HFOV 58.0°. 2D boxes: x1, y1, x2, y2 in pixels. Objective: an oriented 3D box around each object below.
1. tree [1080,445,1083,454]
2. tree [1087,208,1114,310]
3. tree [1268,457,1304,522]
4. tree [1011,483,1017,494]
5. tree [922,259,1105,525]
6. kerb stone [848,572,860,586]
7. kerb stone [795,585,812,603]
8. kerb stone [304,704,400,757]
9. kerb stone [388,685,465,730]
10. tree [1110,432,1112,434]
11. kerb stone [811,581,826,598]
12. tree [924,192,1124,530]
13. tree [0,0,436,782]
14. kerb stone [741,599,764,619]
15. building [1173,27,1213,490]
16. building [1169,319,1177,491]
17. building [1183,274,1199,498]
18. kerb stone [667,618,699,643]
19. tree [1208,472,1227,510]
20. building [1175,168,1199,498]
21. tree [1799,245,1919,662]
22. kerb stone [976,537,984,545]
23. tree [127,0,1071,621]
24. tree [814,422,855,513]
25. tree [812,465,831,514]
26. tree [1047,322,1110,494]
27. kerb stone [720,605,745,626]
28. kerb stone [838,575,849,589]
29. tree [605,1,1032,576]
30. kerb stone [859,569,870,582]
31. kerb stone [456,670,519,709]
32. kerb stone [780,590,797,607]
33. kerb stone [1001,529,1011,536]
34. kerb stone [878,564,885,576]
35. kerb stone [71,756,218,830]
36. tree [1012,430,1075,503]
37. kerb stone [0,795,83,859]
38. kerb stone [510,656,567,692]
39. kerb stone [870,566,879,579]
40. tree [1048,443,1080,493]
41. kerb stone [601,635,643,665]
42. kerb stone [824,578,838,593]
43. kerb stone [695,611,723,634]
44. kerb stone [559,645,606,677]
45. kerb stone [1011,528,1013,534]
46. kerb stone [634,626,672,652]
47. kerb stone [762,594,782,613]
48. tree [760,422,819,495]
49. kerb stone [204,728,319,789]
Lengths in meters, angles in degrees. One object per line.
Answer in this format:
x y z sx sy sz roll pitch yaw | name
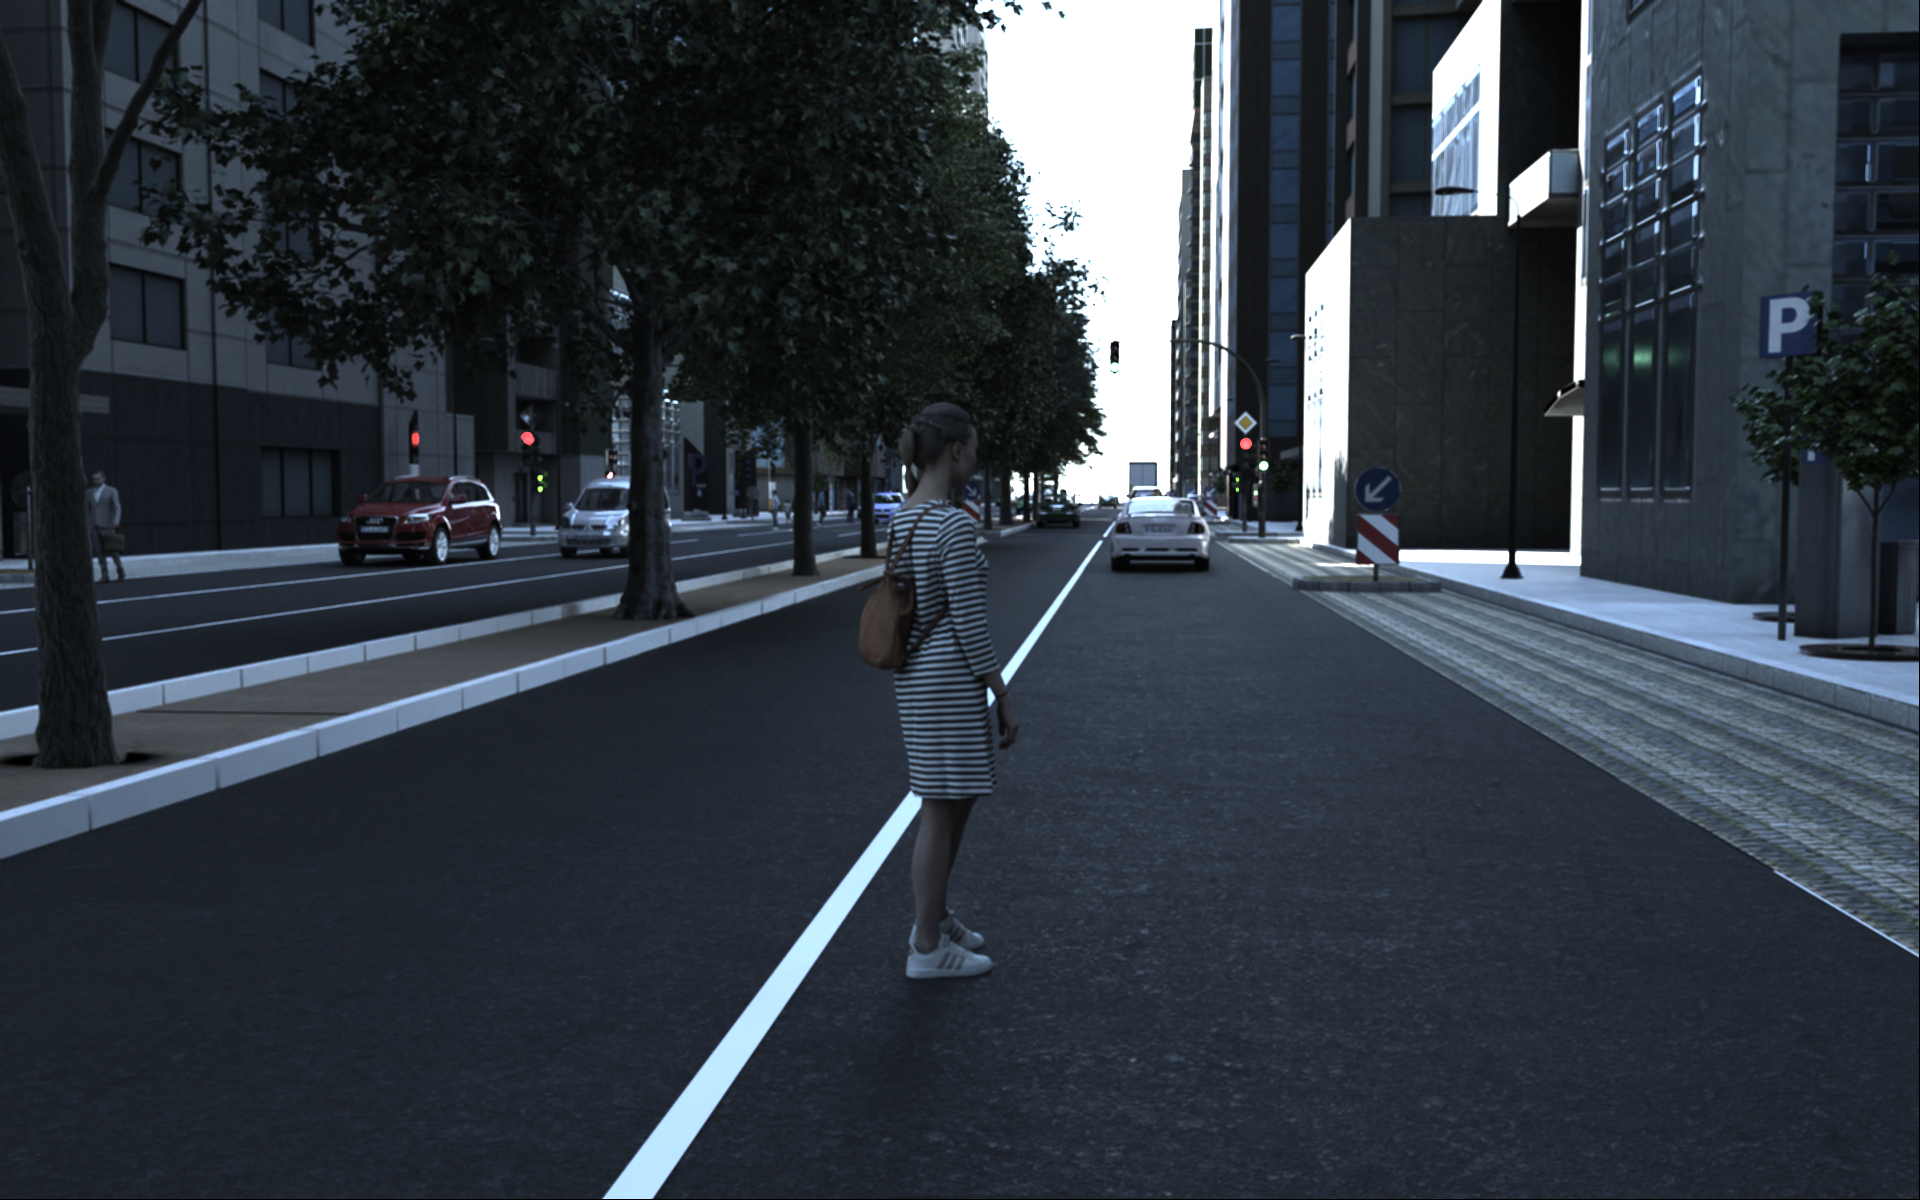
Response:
7.650 -10.996 132.602 4.737 8.622 4.395 0 3 0 | tree
-0.569 -7.863 48.031 9.611 12.733 9.660 0 3 0 | tree
14.728 -5.207 79.742 1.663 3.219 1.824 0 3 0 | tree
8.579 -18.188 291.980 1.663 3.219 1.824 0 3 0 | tree
2.133 -10.417 79.429 9.857 13.997 8.962 0 3 0 | tree
-1.754 -0.312 27.301 0.120 0.150 1.000 0 4 6 | kerb stone
-2.165 -0.063 23.217 0.120 0.150 1.000 0 4 6 | kerb stone
-3.503 0.749 9.948 0.120 0.150 1.000 0 4 6 | kerb stone
-3.405 0.687 10.966 0.120 0.150 1.000 0 4 6 | kerb stone
4.286 -10.708 95.664 7.486 12.596 7.792 0 3 0 | tree
-2.065 -0.125 24.238 0.120 0.150 1.000 0 4 6 | kerb stone
1.080 -9.520 68.480 12.009 13.543 11.850 0 3 0 | tree
-4.768 -4.938 8.949 9.928 11.665 9.643 0 3 0 | tree
-2.478 0.125 20.160 0.120 0.150 1.000 0 4 6 | kerb stone
43.364 -50.552 264.773 20.563 71.187 20.611 0 4 6 | building
41.338 -31.314 283.687 14.160 30.474 14.107 0 4 6 | building
36.300 -27.838 226.847 14.160 30.474 14.107 0 4 6 | building
-2.782 0.312 17.094 0.120 0.150 1.000 0 4 6 | kerb stone
20.703 -8.728 137.300 1.663 3.219 1.824 0 3 0 | tree
41.443 -37.920 243.689 21.300 48.544 21.600 0 4 6 | building
7.296 -1.158 13.543 1.663 3.219 1.824 0 3 0 | tree
0.608 -1.747 50.765 0.120 0.150 1.000 0 4 6 | kerb stone
-3.584 -6.116 19.465 9.611 12.733 9.660 0 3 0 | tree
-8.553 -10.231 117.644 4.737 8.622 4.395 0 3 0 | tree
-9.293 -7.307 114.064 1.663 3.219 1.824 0 3 0 | tree
3.485 -10.248 88.134 7.486 12.596 7.792 0 3 0 | tree
-2.578 0.187 19.139 0.120 0.150 1.000 0 4 6 | kerb stone
-1.861 -0.244 26.284 0.120 0.150 1.000 0 4 6 | kerb stone
-2.652 -6.662 29.509 7.486 12.596 7.792 0 3 0 | tree
-1.651 -0.375 28.319 0.120 0.150 1.000 0 4 6 | kerb stone
-3.302 0.625 11.983 0.120 0.150 1.000 0 4 6 | kerb stone
-2.280 0.000 22.200 0.120 0.150 1.000 0 4 6 | kerb stone
1.592 -2.334 60.462 0.120 0.150 1.000 0 4 6 | kerb stone
-1.442 -0.499 30.355 0.120 0.150 1.000 0 4 6 | kerb stone
-3.715 0.875 7.895 0.120 0.150 1.000 0 4 6 | kerb stone
4.648 -9.127 102.049 4.737 8.622 4.395 0 3 0 | tree
-3.817 0.937 6.878 0.120 0.150 1.000 0 4 6 | kerb stone
-3.194 0.562 13.002 0.120 0.150 1.000 0 4 6 | kerb stone
-1.546 -0.433 29.336 0.120 0.150 1.000 0 4 6 | kerb stone
7.122 -10.711 127.936 4.360 8.622 3.978 0 3 0 | tree
-2.981 0.439 15.046 0.120 0.150 1.000 0 4 6 | kerb stone
-1.960 -0.187 25.255 0.120 0.150 1.000 0 4 6 | kerb stone
-2.681 0.249 18.122 0.120 0.150 1.000 0 4 6 | kerb stone
-3.096 0.500 14.020 0.120 0.150 1.000 0 4 6 | kerb stone
1.701 -2.403 61.479 0.120 0.150 1.000 0 4 6 | kerb stone
-2.891 0.375 16.065 0.120 0.150 1.000 0 4 6 | kerb stone
-2.365 0.068 21.182 0.120 0.150 1.000 0 4 6 | kerb stone
-10.212 -9.552 106.532 4.360 8.622 3.978 0 3 0 | tree
-3.607 0.813 8.922 0.120 0.150 1.000 0 4 6 | kerb stone
